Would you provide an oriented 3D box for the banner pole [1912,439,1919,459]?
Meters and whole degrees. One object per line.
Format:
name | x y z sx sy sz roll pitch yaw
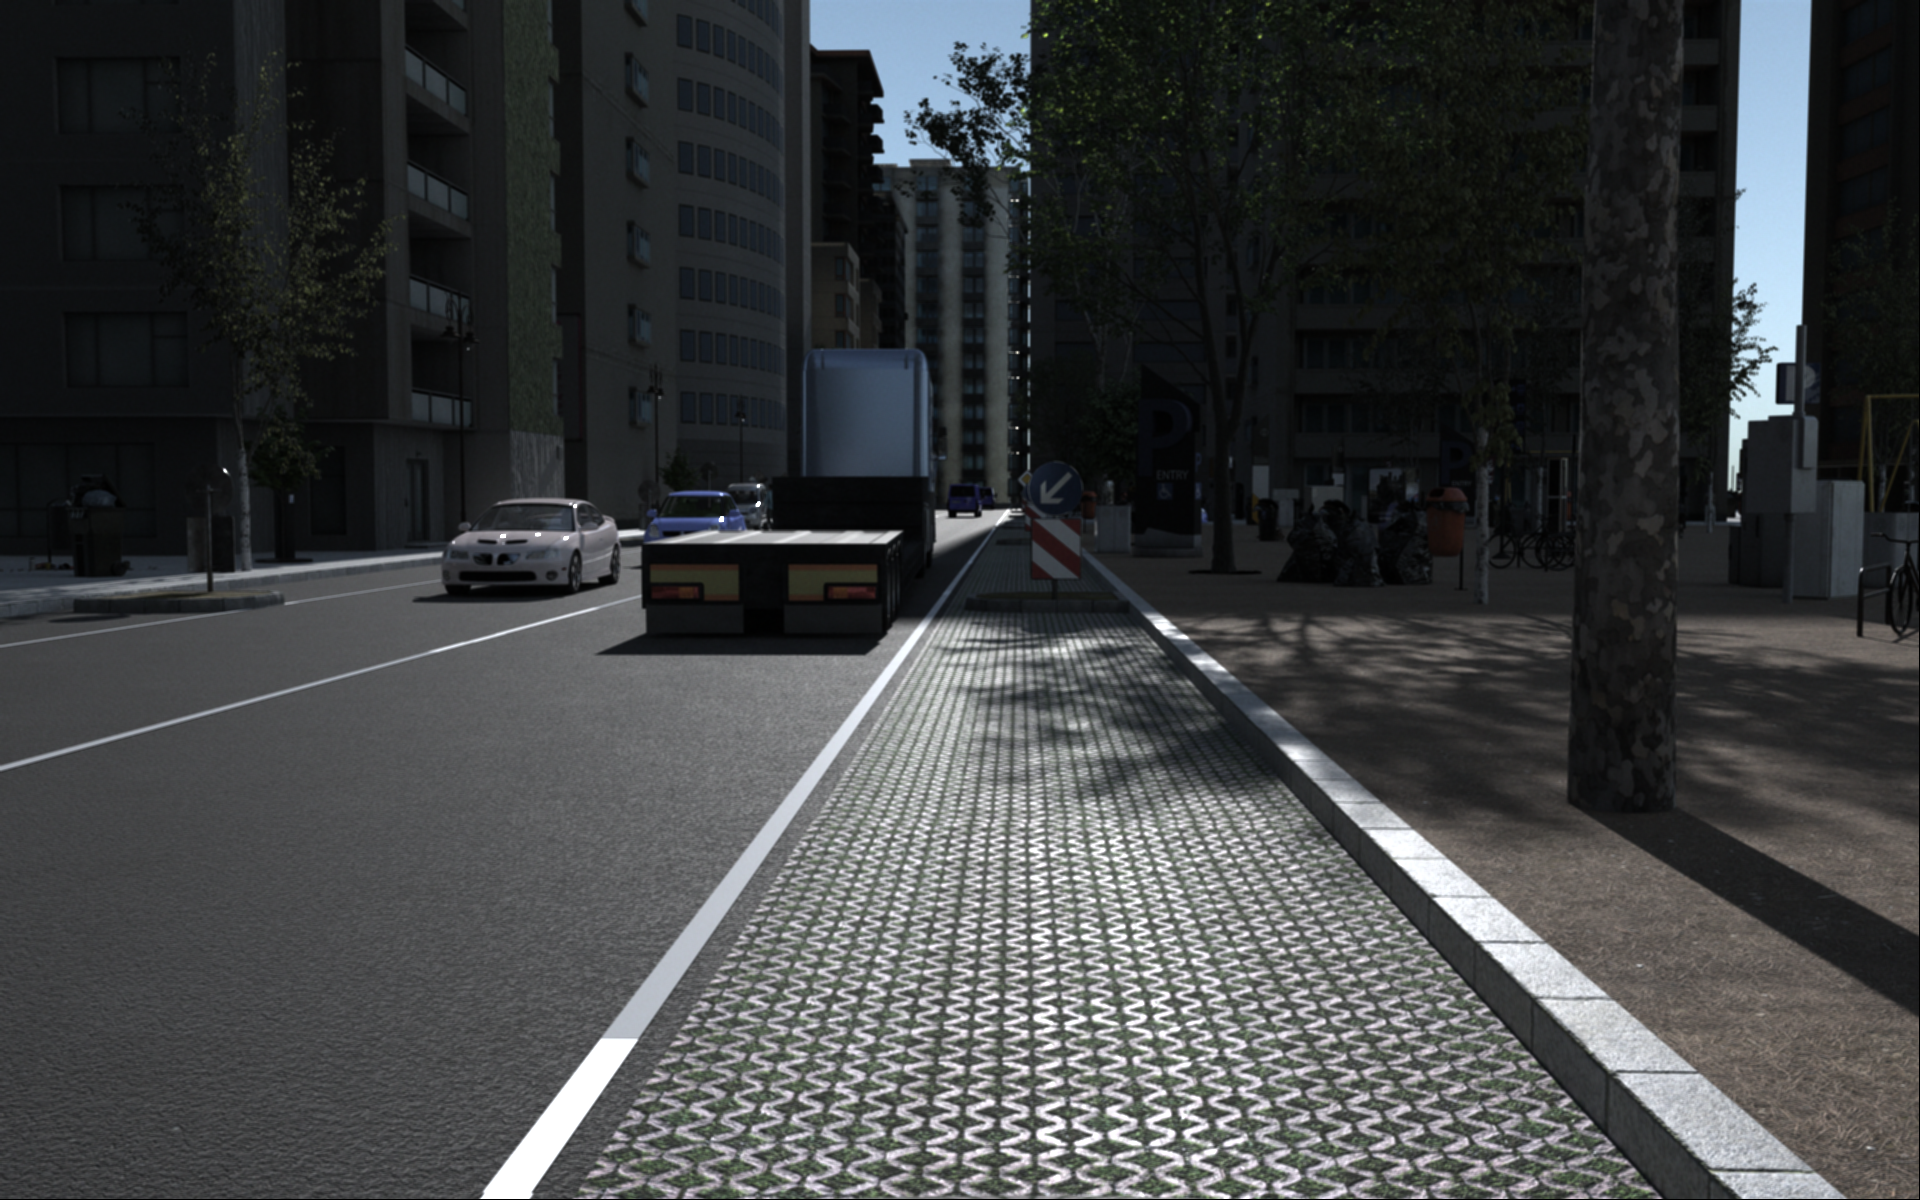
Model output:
banner pole | 43.450 -5.433 78.846 0.401 3.779 0.863 1 4 9

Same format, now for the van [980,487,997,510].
van | 2.257 -9.550 160.533 2.240 2.365 5.245 0 4 3

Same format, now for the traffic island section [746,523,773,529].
traffic island section | -8.349 -3.020 71.663 2.009 0.180 2.903 0 4 2

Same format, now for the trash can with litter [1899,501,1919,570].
trash can with litter | 16.387 -1.094 29.270 1.055 1.170 0.624 -1 4 -9

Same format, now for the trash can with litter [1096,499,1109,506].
trash can with litter | 5.605 -3.514 68.845 0.624 1.170 1.055 0 4 3

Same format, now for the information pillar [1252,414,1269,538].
information pillar | 8.741 -3.605 50.300 0.504 3.616 0.183 0 4 -3

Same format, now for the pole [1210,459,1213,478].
pole | 15.574 -6.927 107.097 0.158 3.312 0.155 0 3 0

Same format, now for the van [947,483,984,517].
van | 0.330 -6.378 108.660 2.240 2.365 5.245 0 4 4

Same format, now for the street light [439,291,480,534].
street light | -11.395 -4.087 39.610 0.468 5.910 1.993 0 4 2

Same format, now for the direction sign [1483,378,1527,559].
direction sign | 10.748 -2.585 34.262 0.876 3.537 0.379 3 5 41

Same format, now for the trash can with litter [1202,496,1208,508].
trash can with litter | 14.342 -5.668 104.059 1.055 1.170 0.624 -2 4 -25

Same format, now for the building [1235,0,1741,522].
building | 25.657 -28.539 90.321 21.600 48.544 21.300 0 4 2

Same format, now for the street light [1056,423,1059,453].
street light | 6.166 -8.396 110.055 0.468 5.910 1.993 0 4 2

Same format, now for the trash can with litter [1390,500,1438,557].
trash can with litter | 9.413 -1.477 35.537 1.055 1.170 0.624 -1 4 -21

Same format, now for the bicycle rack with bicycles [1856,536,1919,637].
bicycle rack with bicycles | 9.525 -0.149 15.818 2.852 0.926 2.925 3 4 36

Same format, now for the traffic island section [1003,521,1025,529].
traffic island section | 3.061 -3.485 79.256 2.009 0.180 2.903 0 4 2

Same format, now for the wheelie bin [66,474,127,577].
wheelie bin | -13.403 -1.161 26.887 0.980 1.594 0.693 2 4 31

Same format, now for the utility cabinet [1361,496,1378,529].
utility cabinet | 15.473 -3.266 64.563 1.020 1.237 0.306 1 4 14

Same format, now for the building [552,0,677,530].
building | -22.667 -26.723 60.622 21.600 48.544 21.300 0 4 2

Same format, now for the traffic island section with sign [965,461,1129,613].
traffic island section with sign | 1.074 -0.797 21.667 1.989 1.847 2.006 0 4 2

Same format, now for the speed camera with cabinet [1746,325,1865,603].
speed camera with cabinet | 10.252 -1.629 20.965 2.038 3.252 0.660 -3 5 -41

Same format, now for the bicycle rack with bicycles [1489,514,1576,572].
bicycle rack with bicycles | 10.453 -0.987 29.515 2.925 0.926 2.852 0 4 5

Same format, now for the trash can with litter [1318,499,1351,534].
trash can with litter | 8.202 -1.595 37.458 0.624 1.170 1.055 3 4 38

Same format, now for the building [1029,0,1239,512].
building | 16.083 -36.430 137.624 21.231 58.520 28.212 0 4 2

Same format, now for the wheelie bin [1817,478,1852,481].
wheelie bin | 17.105 -1.588 33.876 0.693 1.594 0.980 -3 4 -38

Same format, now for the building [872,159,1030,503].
building | -4.278 -38.570 250.220 30.456 49.044 23.786 0 4 2

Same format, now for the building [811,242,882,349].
building | -20.979 -17.662 133.808 27.650 21.520 28.899 0 4 2

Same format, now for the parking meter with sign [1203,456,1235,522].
parking meter with sign | 11.947 -5.163 80.680 0.543 3.016 1.738 -2 4 -27

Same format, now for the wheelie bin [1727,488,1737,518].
wheelie bin | 41.949 -5.286 94.340 0.693 1.594 0.980 2 4 23

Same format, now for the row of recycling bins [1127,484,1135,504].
row of recycling bins | 6.946 -3.263 60.460 1.069 1.692 3.534 -2 4 -24

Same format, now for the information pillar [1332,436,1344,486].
information pillar | 15.163 -4.776 69.436 0.504 3.616 0.183 0 4 -6

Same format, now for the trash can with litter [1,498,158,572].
trash can with litter | -14.823 -1.116 29.305 2.233 1.210 1.678 0 4 -1

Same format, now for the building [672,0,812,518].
building | -20.209 -33.704 93.055 21.231 58.520 28.212 0 4 2

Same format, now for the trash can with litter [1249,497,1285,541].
trash can with litter | 8.474 -2.204 47.423 0.624 1.170 1.055 2 4 32

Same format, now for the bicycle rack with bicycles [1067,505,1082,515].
bicycle rack with bicycles | 7.098 -5.754 107.455 2.852 0.926 2.925 -2 4 -27

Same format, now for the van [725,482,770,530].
van | -8.381 -3.679 67.170 2.013 2.044 4.112 0 4 1

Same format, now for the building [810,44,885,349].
building | -18.981 -31.480 169.319 22.147 44.769 28.867 0 4 2

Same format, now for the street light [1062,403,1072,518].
street light | 5.392 -7.020 87.572 0.468 5.910 1.993 0 4 2

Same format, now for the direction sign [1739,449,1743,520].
direction sign | 39.544 -5.827 87.271 0.876 3.537 0.379 -2 4 -30

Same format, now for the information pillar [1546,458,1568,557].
information pillar | 12.164 -1.885 35.304 0.304 2.012 0.304 3 5 42

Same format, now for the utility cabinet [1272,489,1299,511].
utility cabinet | 14.714 -4.260 78.335 1.173 1.500 0.318 0 4 -4

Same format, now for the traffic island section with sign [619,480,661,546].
traffic island section with sign | -8.808 -2.460 48.855 1.989 1.847 2.006 0 4 2

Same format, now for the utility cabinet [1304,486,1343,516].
utility cabinet | 9.620 -2.270 45.800 1.173 1.500 0.318 -2 4 -34

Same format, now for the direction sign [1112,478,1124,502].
direction sign | 10.072 -7.264 110.764 0.876 3.537 0.379 3 4 36

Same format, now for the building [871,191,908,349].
building | -18.719 -31.912 213.638 23.993 40.220 32.217 0 4 2

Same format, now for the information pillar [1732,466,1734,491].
information pillar | 63.766 -9.273 142.972 0.183 3.616 0.504 1 4 22

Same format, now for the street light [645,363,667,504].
street light | -10.694 -5.400 61.079 0.468 5.910 1.993 0 4 2

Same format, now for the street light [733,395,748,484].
street light | -10.077 -6.546 79.821 0.468 5.910 1.993 0 4 2

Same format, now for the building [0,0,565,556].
building | -18.320 -21.844 40.737 14.154 41.232 14.086 0 4 2

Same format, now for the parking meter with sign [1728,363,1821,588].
parking meter with sign | 11.141 -1.689 23.881 0.543 3.016 1.738 0 4 1

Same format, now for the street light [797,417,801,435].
street light | -9.279 -7.878 101.586 0.468 5.910 1.993 0 4 2

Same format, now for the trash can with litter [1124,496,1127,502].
trash can with litter | 10.329 -5.638 103.570 1.055 1.170 0.624 -3 4 -37

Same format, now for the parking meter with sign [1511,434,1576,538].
parking meter with sign | 17.056 -3.329 50.684 1.738 3.016 0.543 1 4 16

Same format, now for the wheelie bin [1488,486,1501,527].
wheelie bin | 20.464 -3.603 66.819 0.693 1.594 0.980 -3 5 -40

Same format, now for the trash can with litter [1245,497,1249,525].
trash can with litter | 12.213 -3.664 71.289 0.624 1.170 1.055 -2 4 -31

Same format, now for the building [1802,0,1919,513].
building | 58.859 -26.565 88.958 28.867 44.769 22.147 0 4 2
